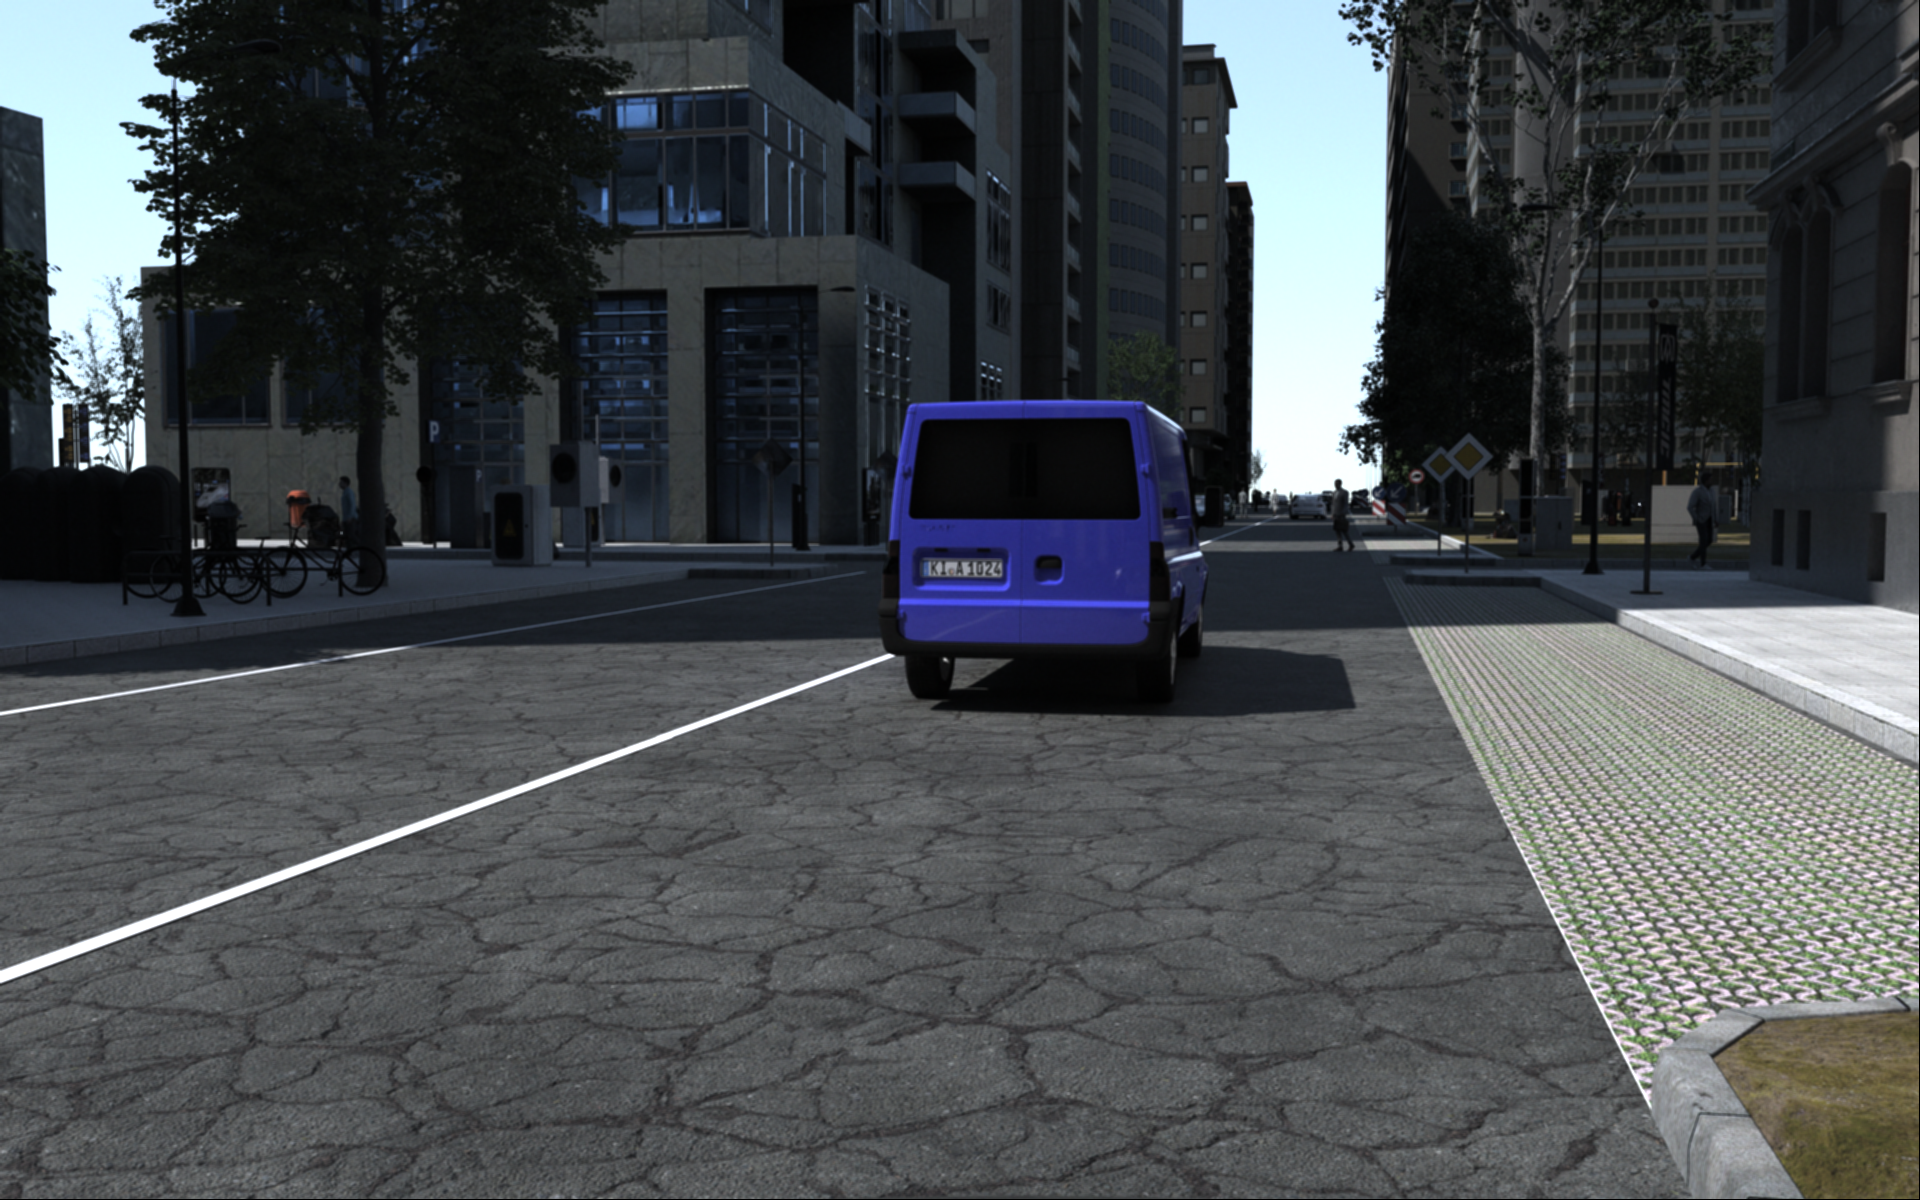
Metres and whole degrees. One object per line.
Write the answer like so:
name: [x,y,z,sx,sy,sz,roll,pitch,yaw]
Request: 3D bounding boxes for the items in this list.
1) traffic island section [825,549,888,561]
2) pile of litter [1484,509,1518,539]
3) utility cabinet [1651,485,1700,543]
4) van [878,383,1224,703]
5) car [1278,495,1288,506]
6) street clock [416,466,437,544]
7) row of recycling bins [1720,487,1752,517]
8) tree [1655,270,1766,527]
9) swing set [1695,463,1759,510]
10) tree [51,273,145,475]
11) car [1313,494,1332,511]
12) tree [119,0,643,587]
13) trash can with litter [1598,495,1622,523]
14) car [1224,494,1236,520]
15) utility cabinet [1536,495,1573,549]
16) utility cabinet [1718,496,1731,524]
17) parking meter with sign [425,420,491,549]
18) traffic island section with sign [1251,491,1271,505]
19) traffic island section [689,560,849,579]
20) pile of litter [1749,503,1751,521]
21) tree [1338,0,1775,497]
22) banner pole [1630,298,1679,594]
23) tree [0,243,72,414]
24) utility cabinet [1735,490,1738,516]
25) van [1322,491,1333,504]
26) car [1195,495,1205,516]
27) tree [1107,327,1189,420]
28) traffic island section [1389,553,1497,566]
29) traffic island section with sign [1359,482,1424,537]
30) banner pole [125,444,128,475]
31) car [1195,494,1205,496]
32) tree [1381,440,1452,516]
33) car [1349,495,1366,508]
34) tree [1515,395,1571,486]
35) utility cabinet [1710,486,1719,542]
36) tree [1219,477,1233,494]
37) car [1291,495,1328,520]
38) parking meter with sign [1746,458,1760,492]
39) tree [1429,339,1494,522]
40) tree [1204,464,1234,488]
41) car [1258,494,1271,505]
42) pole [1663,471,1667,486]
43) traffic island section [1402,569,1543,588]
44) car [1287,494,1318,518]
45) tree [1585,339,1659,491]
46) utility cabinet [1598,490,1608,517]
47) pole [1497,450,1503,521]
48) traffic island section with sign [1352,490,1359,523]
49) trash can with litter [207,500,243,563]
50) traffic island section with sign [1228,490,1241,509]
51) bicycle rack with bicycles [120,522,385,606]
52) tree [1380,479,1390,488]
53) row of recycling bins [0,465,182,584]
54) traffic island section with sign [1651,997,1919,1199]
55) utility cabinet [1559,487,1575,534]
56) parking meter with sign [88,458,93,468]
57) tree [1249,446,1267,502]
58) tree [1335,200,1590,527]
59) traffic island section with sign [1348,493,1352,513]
traffic island section: [-1.641,-0.993,38.521,2.009,0.180,2.903,1,4,12]
pile of litter: [15.816,-2.197,49.883,1.176,0.858,1.719,0,4,-4]
utility cabinet: [18.475,-2.209,44.794,1.173,1.500,0.318,1,4,18]
van: [0.888,-0.569,13.690,2.240,2.365,5.245,1,4,11]
car: [39.622,-12.349,214.262,2.083,1.381,4.827,1,4,12]
street clock: [-13.604,-2.426,44.230,0.471,2.002,0.358,1,4,17]
row of recycling bins: [43.772,-5.399,95.382,3.534,1.692,1.069,2,4,26]
tree: [24.995,-6.581,57.963,4.737,8.622,4.395,0,3,0]
swing set: [39.068,-5.559,88.515,3.119,2.851,2.862,2,4,30]
tree: [-27.332,-6.480,56.315,4.360,8.622,3.978,0,3,0]
car: [30.212,-8.186,145.635,2.131,1.459,4.920,1,4,12]
tree: [-7.942,-6.477,24.026,7.486,12.596,7.792,0,3,0]
trash can with litter: [29.424,-4.119,78.404,1.678,1.210,2.233,0,4,-5]
car: [14.395,-5.202,96.854,2.131,1.459,4.920,1,4,13]
utility cabinet: [13.689,-1.778,40.229,1.020,1.237,0.306,-1,4,-9]
utility cabinet: [32.512,-3.864,74.342,1.020,1.237,0.306,2,4,31]
parking meter with sign: [-11.604,-2.717,40.682,1.738,3.016,0.543,1,4,12]
traffic island section with sign: [37.541,-12.738,216.892,1.989,1.847,2.006,1,4,12]
traffic island section: [-3.354,-0.516,30.722,2.009,0.180,2.903,1,4,12]
pile of litter: [37.441,-4.124,81.393,1.719,0.858,1.176,-2,4,-24]
tree: [17.009,-11.630,46.039,12.611,20.169,13.585,0,3,0]
banner pole: [9.029,-1.979,22.370,0.863,3.779,0.401,-3,5,-40]
tree: [-9.402,-1.883,14.504,4.285,4.588,4.351,0,3,0]
utility cabinet: [44.387,-5.454,97.857,1.173,1.500,0.318,-1,4,-17]
van: [45.642,-12.726,215.089,2.013,2.044,4.112,1,4,12]
car: [10.670,-4.083,79.121,2.083,1.381,4.827,1,4,14]
tree: [10.525,-11.113,107.451,9.928,11.665,9.643,0,3,0]
traffic island section: [9.973,-0.838,35.975,2.009,0.180,2.903,1,4,12]
traffic island section with sign: [14.541,-3.036,58.262,1.989,1.847,2.006,1,4,12]
banner pole: [-41.487,-5.892,86.352,0.401,3.779,0.863,-3,4,-37]
car: [17.162,-6.996,123.188,1.959,1.807,4.718,1,4,10]
tree: [28.654,-7.790,111.084,4.285,4.588,4.351,0,3,0]
car: [41.052,-10.127,178.154,1.945,1.354,3.894,1,4,12]
tree: [33.697,-9.279,102.066,4.360,8.622,3.978,0,3,0]
utility cabinet: [19.343,-2.247,45.409,1.173,1.500,0.318,-2,4,-28]
tree: [27.621,-11.488,182.430,1.663,3.219,1.824,0,3,0]
car: [19.808,-5.252,98.229,2.083,1.381,4.827,1,4,14]
parking meter with sign: [39.207,-5.415,84.800,1.738,3.016,0.543,-2,4,-26]
tree: [22.233,-7.849,78.694,4.737,8.622,4.395,0,3,0]
tree: [27.740,-12.396,186.395,4.285,4.588,4.351,0,3,0]
car: [38.766,-12.954,221.586,2.009,1.686,4.222,1,4,13]
pole: [39.437,-6.306,96.951,0.158,3.312,0.155,0,3,0]
traffic island section: [8.260,-0.361,28.175,2.009,0.180,2.903,1,4,12]
car: [20.711,-5.780,104.294,2.009,1.686,4.222,1,4,11]
tree: [32.049,-8.124,83.191,4.360,8.622,3.978,0,3,0]
utility cabinet: [35.016,-5.219,94.002,1.173,1.500,0.318,-1,4,-20]
pole: [22.637,-4.818,72.616,0.158,3.312,0.155,0,3,0]
traffic island section with sign: [20.357,-4.655,84.743,1.989,1.847,2.006,1,4,12]
trash can with litter: [-13.779,-1.291,32.497,0.624,1.170,1.055,-1,4,-22]
traffic island section with sign: [25.519,-9.391,162.174,1.989,1.847,2.006,1,4,12]
bicycle rack with bicycles: [-8.850,-0.465,20.982,2.925,0.926,2.852,0,4,8]
tree: [47.192,-12.032,191.326,1.663,3.219,1.824,0,3,0]
row of recycling bins: [-12.836,-1.124,25.492,3.534,1.692,1.069,2,4,27]
traffic island section with sign: [2.478,0.324,3.324,1.989,1.847,2.006,1,4,12]
utility cabinet: [19.427,-2.865,55.519,0.318,1.500,1.173,1,4,9]
parking meter with sign: [-41.610,-5.410,84.720,1.738,3.016,0.543,-1,4,-14]
tree: [45.589,-19.439,268.183,4.737,8.622,4.395,0,3,0]
tree: [19.585,-9.214,67.658,9.611,12.733,9.660,0,3,0]
traffic island section with sign: [31.136,-7.654,133.778,1.989,1.847,2.006,1,4,12]
